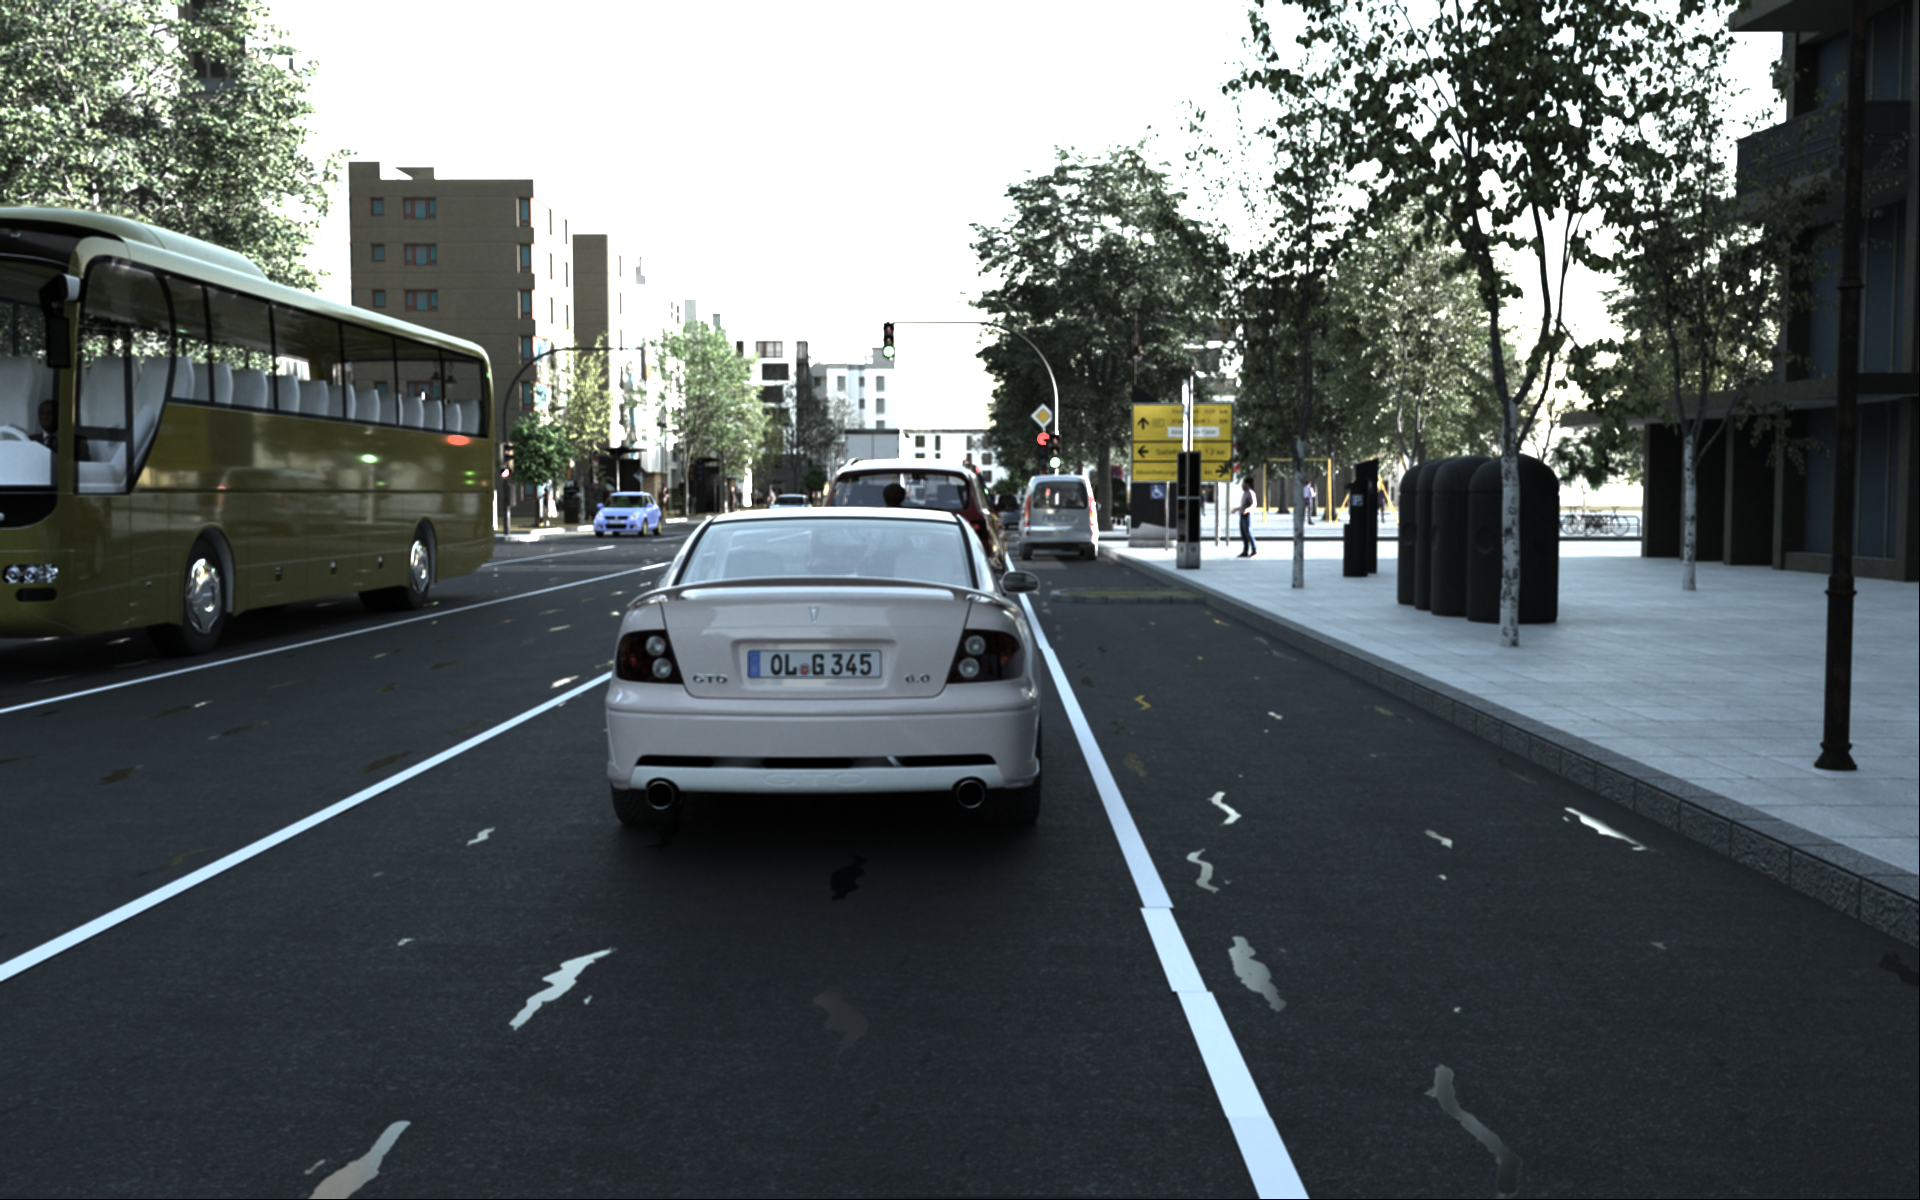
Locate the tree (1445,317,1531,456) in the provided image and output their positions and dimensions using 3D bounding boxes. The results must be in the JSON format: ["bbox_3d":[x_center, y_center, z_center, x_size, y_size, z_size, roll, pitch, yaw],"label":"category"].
[{"bbox_3d":[29.473,-10.652,99.915,9.928,11.665,9.643,0,3,0],"label":"tree"}]

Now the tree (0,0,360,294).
[{"bbox_3d":[-17.472,-7.897,35.773,9.857,13.997,8.962,0,3,0],"label":"tree"}]

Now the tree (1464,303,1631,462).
[{"bbox_3d":[28.655,-9.226,85.251,8.767,10.594,7.601,-1,4,-20],"label":"tree"}]

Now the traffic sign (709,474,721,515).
[{"bbox_3d":[-15.327,-6.622,108.370,0.768,2.556,0.104,1,4,10],"label":"traffic sign"}]

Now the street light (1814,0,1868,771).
[{"bbox_3d":[4.100,-2.149,7.932,0.468,5.910,1.993,0,4,1],"label":"street light"}]

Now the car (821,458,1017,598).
[{"bbox_3d":[-0.501,-0.659,19.441,2.281,1.827,5.304,0,4,2],"label":"car"}]

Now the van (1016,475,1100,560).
[{"bbox_3d":[2.177,-1.958,39.026,2.013,2.044,4.112,0,4,1],"label":"van"}]

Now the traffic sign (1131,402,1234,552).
[{"bbox_3d":[4.931,-2.729,38.497,2.265,3.308,0.079,1,4,9],"label":"traffic sign"}]

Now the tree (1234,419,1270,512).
[{"bbox_3d":[22.045,-11.606,124.173,8.767,10.594,7.601,1,4,13],"label":"tree"}]

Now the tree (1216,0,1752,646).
[{"bbox_3d":[4.471,-3.906,14.218,4.737,8.622,4.395,0,3,0],"label":"tree"}]

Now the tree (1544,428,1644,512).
[{"bbox_3d":[51.266,-9.588,119.665,20.602,7.101,11.467,1,4,11],"label":"tree"}]

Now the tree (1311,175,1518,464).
[{"bbox_3d":[16.268,-8.813,62.212,7.486,12.596,7.792,0,3,0],"label":"tree"}]

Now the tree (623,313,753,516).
[{"bbox_3d":[-15.781,-10.630,99.557,9.928,11.665,9.643,0,3,0],"label":"tree"}]

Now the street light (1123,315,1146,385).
[{"bbox_3d":[4.504,-4.403,44.770,0.468,5.910,1.993,0,4,1],"label":"street light"}]

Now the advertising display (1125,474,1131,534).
[{"bbox_3d":[5.656,-3.032,54.791,0.974,1.923,0.123,3,5,43],"label":"advertising display"}]

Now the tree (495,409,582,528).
[{"bbox_3d":[-16.297,-5.078,66.736,4.285,4.588,4.351,0,3,0],"label":"tree"}]

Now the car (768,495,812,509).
[{"bbox_3d":[-7.845,-4.187,80.454,2.014,1.417,4.499,0,4,2],"label":"car"}]

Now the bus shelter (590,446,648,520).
[{"bbox_3d":[-17.374,-5.942,88.434,1.731,3.624,6.357,0,4,1],"label":"bus shelter"}]

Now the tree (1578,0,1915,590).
[{"bbox_3d":[9.753,-4.424,22.691,4.360,8.622,3.978,0,3,0],"label":"tree"}]

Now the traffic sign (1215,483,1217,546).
[{"bbox_3d":[6.355,-2.612,42.805,0.768,2.556,0.104,0,4,8],"label":"traffic sign"}]

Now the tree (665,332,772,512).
[{"bbox_3d":[-16.865,-12.473,122.063,7.486,12.596,7.792,0,3,0],"label":"tree"}]

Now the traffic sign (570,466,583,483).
[{"bbox_3d":[-17.794,-4.883,79.948,0.768,2.556,0.104,0,4,2],"label":"traffic sign"}]

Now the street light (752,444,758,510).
[{"bbox_3d":[-15.247,-9.527,128.561,0.468,5.910,1.993,0,4,1],"label":"street light"}]

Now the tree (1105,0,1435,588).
[{"bbox_3d":[4.413,-4.479,23.595,4.360,8.622,3.978,0,3,0],"label":"tree"}]

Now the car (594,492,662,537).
[{"bbox_3d":[-11.368,-3.042,59.334,1.945,1.707,3.694,0,4,2],"label":"car"}]

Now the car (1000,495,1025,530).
[{"bbox_3d":[2.539,-3.571,70.395,2.014,1.417,4.499,0,4,-1],"label":"car"}]

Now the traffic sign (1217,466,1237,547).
[{"bbox_3d":[6.268,-2.570,42.018,0.884,2.594,0.081,0,4,7],"label":"traffic sign"}]

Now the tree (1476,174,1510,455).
[{"bbox_3d":[9.449,-5.212,35.584,4.360,8.622,3.978,0,3,0],"label":"tree"}]

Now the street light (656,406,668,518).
[{"bbox_3d":[-15.689,-7.239,91.149,0.468,5.910,1.993,0,4,1],"label":"street light"}]

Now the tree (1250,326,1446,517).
[{"bbox_3d":[20.172,-10.529,97.907,9.928,11.665,9.643,0,3,0],"label":"tree"}]

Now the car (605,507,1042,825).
[{"bbox_3d":[-0.597,0.212,8.898,2.083,1.381,4.827,0,4,-1],"label":"car"}]

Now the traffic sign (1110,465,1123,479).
[{"bbox_3d":[6.865,-4.698,76.925,0.768,2.556,0.104,0,4,7],"label":"traffic sign"}]

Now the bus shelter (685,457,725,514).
[{"bbox_3d":[-16.624,-7.446,113.023,1.731,3.624,6.357,0,4,1],"label":"bus shelter"}]

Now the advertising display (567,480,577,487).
[{"bbox_3d":[-17.347,-4.414,77.382,0.123,1.923,0.974,-2,4,-32],"label":"advertising display"}]

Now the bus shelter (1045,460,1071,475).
[{"bbox_3d":[5.515,-6.681,100.523,1.731,3.624,6.357,0,4,1],"label":"bus shelter"}]

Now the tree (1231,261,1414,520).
[{"bbox_3d":[18.100,-10.242,84.471,9.611,12.733,9.660,0,3,0],"label":"tree"}]

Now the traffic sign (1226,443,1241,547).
[{"bbox_3d":[6.548,-2.581,42.305,0.768,2.556,0.104,0,4,2],"label":"traffic sign"}]

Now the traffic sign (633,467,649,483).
[{"bbox_3d":[-15.574,-5.192,84.620,0.795,2.593,0.064,0,4,4],"label":"traffic sign"}]

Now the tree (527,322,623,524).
[{"bbox_3d":[-16.161,-7.536,73.584,4.737,8.622,4.395,0,3,0],"label":"tree"}]

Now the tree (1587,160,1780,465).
[{"bbox_3d":[29.386,-9.809,67.039,9.857,13.997,8.962,0,3,0],"label":"tree"}]
